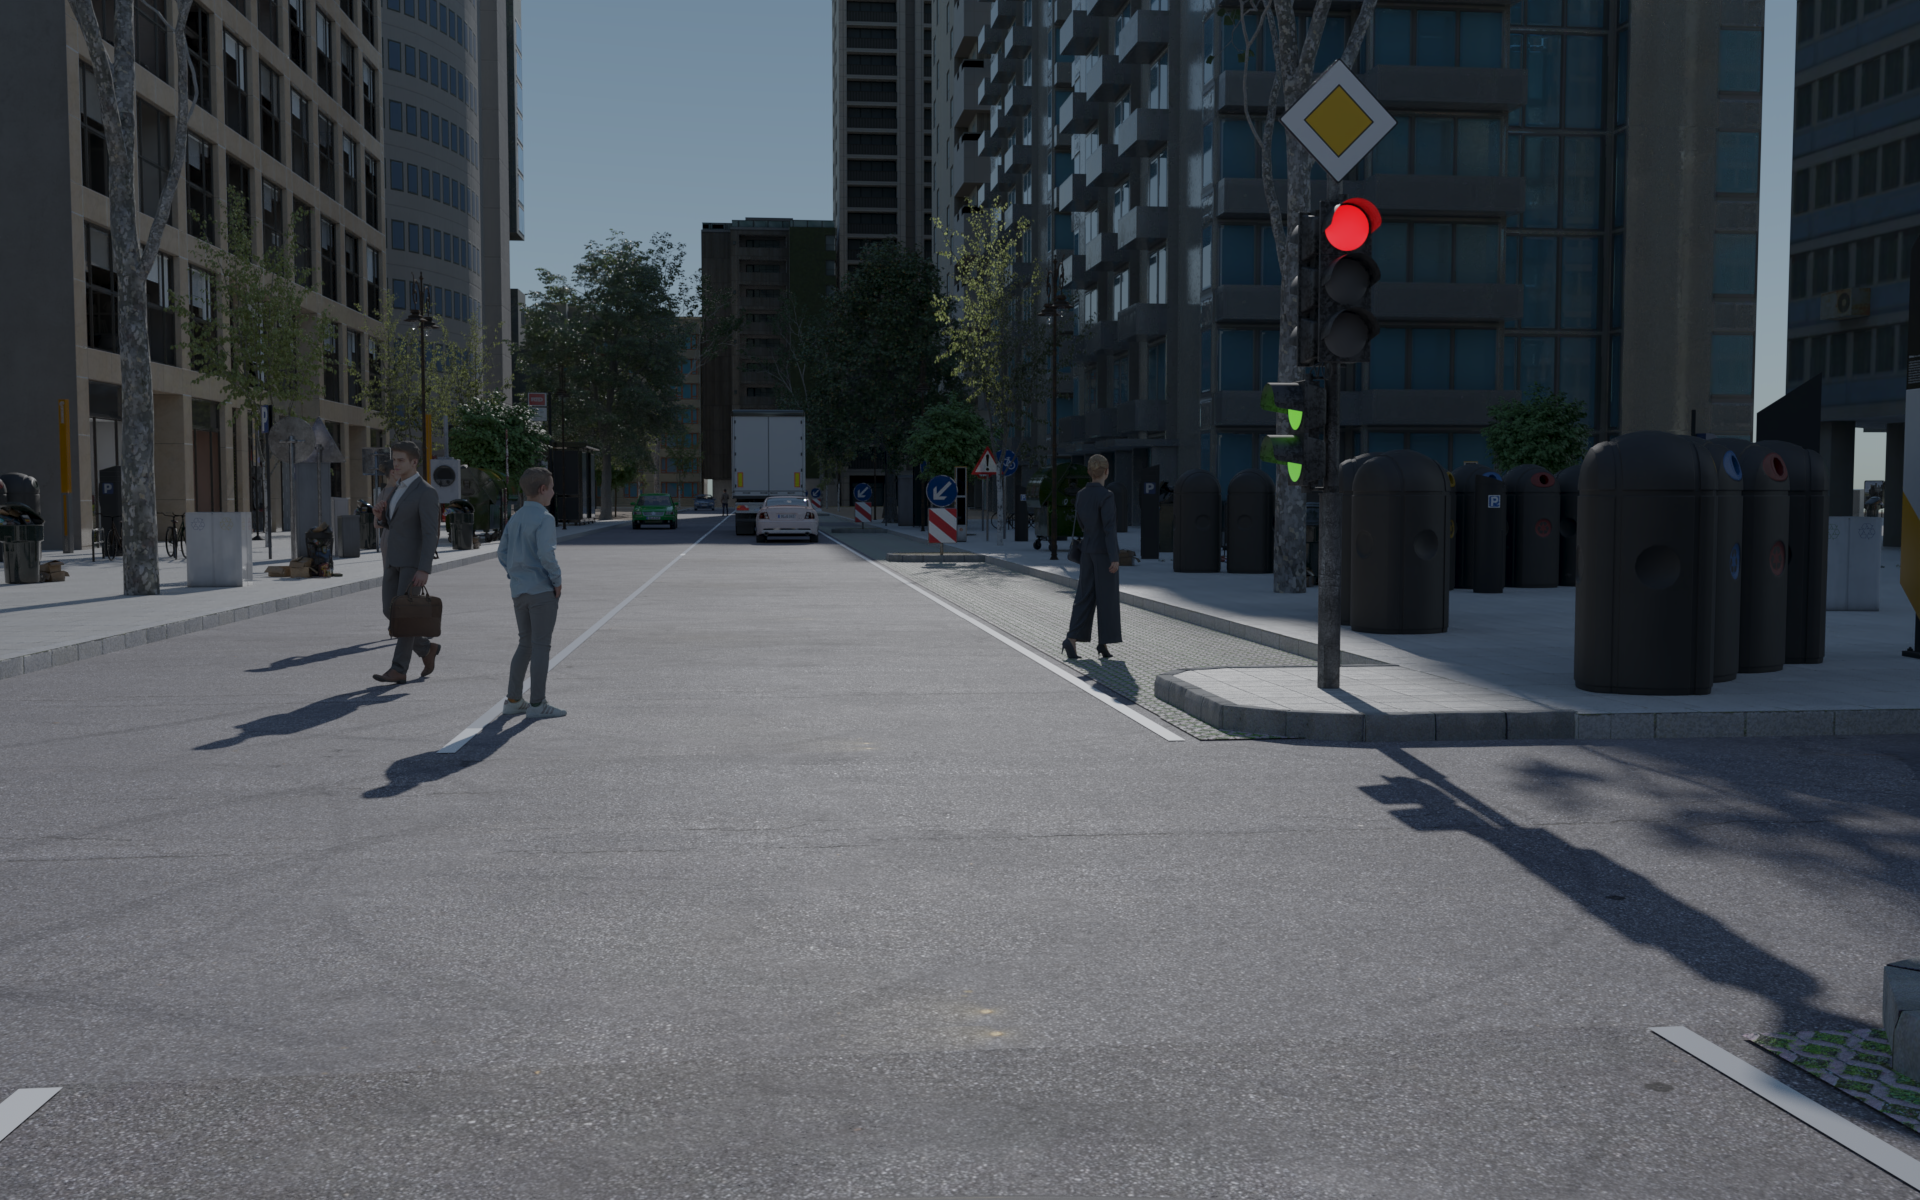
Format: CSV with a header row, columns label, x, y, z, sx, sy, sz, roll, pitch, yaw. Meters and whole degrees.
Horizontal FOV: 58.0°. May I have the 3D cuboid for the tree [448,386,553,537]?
label,x,y,z,sx,sy,sz,roll,pitch,yaw
tree,-14.088,-4.221,52.735,4.285,4.588,4.351,0,3,0

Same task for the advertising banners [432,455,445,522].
label,x,y,z,sx,sy,sz,roll,pitch,yaw
advertising banners,-23.407,-5.042,78.617,0.090,3.025,2.074,1,4,21

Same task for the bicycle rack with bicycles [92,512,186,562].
label,x,y,z,sx,sy,sz,roll,pitch,yaw
bicycle rack with bicycles,-15.788,-1.262,34.020,2.852,0.926,2.925,-1,4,-20

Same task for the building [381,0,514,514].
label,x,y,z,sx,sy,sz,roll,pitch,yaw
building,-37.736,-33.854,95.517,21.231,58.520,28.212,0,4,-7

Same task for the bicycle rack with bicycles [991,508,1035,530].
label,x,y,z,sx,sy,sz,roll,pitch,yaw
bicycle rack with bicycles,2.570,-3.039,63.077,2.925,0.926,2.852,0,4,7

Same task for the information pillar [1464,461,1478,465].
label,x,y,z,sx,sy,sz,roll,pitch,yaw
information pillar,11.501,-2.114,39.057,0.304,2.012,0.304,1,4,15

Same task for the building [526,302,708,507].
label,x,y,z,sx,sy,sz,roll,pitch,yaw
building,-42.429,-20.982,188.091,28.899,21.520,27.650,0,4,-7

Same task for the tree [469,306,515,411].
label,x,y,z,sx,sy,sz,roll,pitch,yaw
tree,-19.603,-7.212,68.273,4.360,8.622,3.978,0,3,0

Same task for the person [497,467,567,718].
label,x,y,z,sx,sy,sz,roll,pitch,yaw
person,-2.724,-0.050,11.134,0.330,1.601,0.589,-3,4,-38

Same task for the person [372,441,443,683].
label,x,y,z,sx,sy,sz,roll,pitch,yaw
person,-4.175,-0.289,13.189,0.622,1.834,0.822,2,4,28

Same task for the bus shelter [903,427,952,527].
label,x,y,z,sx,sy,sz,roll,pitch,yaw
bus shelter,-0.975,-4.430,63.716,1.731,3.624,6.357,0,4,-7

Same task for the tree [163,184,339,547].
label,x,y,z,sx,sy,sz,roll,pitch,yaw
tree,-16.652,-5.565,41.352,4.737,8.622,4.395,0,3,0

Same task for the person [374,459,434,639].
label,x,y,z,sx,sy,sz,roll,pitch,yaw
person,-5.533,-0.510,17.185,0.599,1.781,0.374,3,5,42

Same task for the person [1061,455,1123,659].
label,x,y,z,sx,sy,sz,roll,pitch,yaw
person,1.176,-0.371,14.981,0.576,1.772,0.534,2,4,33

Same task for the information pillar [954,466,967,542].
label,x,y,z,sx,sy,sz,roll,pitch,yaw
information pillar,0.017,-2.553,46.234,0.304,2.012,0.304,0,4,-6

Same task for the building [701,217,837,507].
label,x,y,z,sx,sy,sz,roll,pitch,yaw
building,-20.301,-25.204,183.786,14.107,30.474,14.160,0,4,-7

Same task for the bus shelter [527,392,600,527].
label,x,y,z,sx,sy,sz,roll,pitch,yaw
bus shelter,-16.252,-5.713,71.039,2.179,5.291,8.768,0,4,-7

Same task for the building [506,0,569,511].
label,x,y,z,sx,sy,sz,roll,pitch,yaw
building,-47.465,-50.422,137.067,31.000,86.520,22.319,0,4,-7

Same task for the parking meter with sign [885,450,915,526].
label,x,y,z,sx,sy,sz,roll,pitch,yaw
parking meter with sign,-2.128,-4.454,69.085,1.738,3.016,0.543,0,4,-1

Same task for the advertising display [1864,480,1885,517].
label,x,y,z,sx,sy,sz,roll,pitch,yaw
advertising display,42.600,-4.619,80.736,0.123,1.923,0.974,-2,4,-27

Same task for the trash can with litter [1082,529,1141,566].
label,x,y,z,sx,sy,sz,roll,pitch,yaw
trash can with litter,2.718,-1.207,31.122,1.055,1.170,0.624,1,4,14

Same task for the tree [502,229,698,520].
label,x,y,z,sx,sy,sz,roll,pitch,yaw
tree,-17.452,-10.911,85.046,9.857,13.997,8.962,0,3,0

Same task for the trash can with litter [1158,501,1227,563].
label,x,y,z,sx,sy,sz,roll,pitch,yaw
trash can with litter,4.903,-1.346,33.066,2.233,1.210,1.678,0,4,4

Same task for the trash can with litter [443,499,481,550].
label,x,y,z,sx,sy,sz,roll,pitch,yaw
trash can with litter,-11.472,-1.750,39.995,0.624,1.170,1.055,0,4,2

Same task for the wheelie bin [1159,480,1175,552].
label,x,y,z,sx,sy,sz,roll,pitch,yaw
wheelie bin,4.537,-1.859,38.300,0.693,1.594,0.980,1,4,16

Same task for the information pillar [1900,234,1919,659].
label,x,y,z,sx,sy,sz,roll,pitch,yaw
information pillar,7.548,-1.355,13.517,0.183,3.616,0.504,0,4,1

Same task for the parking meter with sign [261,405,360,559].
label,x,y,z,sx,sy,sz,roll,pitch,yaw
parking meter with sign,-12.896,-2.336,34.462,1.738,3.016,0.543,-2,4,-35

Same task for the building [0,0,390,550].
label,x,y,z,sx,sy,sz,roll,pitch,yaw
building,-31.623,-15.293,54.559,19.350,26.468,34.151,0,4,-7

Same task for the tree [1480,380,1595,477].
label,x,y,z,sx,sy,sz,roll,pitch,yaw
tree,16.724,-4.063,50.138,4.285,4.588,4.351,0,3,0

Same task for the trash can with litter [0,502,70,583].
label,x,y,z,sx,sy,sz,roll,pitch,yaw
trash can with litter,-13.458,-0.836,25.053,0.624,1.170,1.055,1,4,9

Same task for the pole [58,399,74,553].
label,x,y,z,sx,sy,sz,roll,pitch,yaw
pole,-19.282,-2.661,37.350,0.158,3.312,0.155,0,3,0

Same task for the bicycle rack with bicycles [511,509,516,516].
label,x,y,z,sx,sy,sz,roll,pitch,yaw
bicycle rack with bicycles,-20.693,-3.805,75.600,2.852,0.926,2.925,-3,5,-44

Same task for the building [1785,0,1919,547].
label,x,y,z,sx,sy,sz,roll,pitch,yaw
building,32.596,-20.821,32.304,23.993,40.220,32.217,0,4,-7

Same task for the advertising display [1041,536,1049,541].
label,x,y,z,sx,sy,sz,roll,pitch,yaw
advertising display,2.358,-2.582,47.429,0.123,1.923,0.974,-1,4,-12

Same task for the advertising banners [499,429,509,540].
label,x,y,z,sx,sy,sz,roll,pitch,yaw
advertising banners,-12.056,-3.038,45.861,0.090,3.025,2.074,-1,4,-9

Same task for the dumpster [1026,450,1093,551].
label,x,y,z,sx,sy,sz,roll,pitch,yaw
dumpster,2.369,-2.235,39.036,1.502,2.255,1.985,0,4,-7

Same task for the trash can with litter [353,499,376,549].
label,x,y,z,sx,sy,sz,roll,pitch,yaw
trash can with litter,-13.535,-1.768,40.297,1.055,1.170,0.624,-2,4,-24

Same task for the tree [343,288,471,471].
label,x,y,z,sx,sy,sz,roll,pitch,yaw
tree,-19.755,-6.808,61.681,4.360,8.622,3.978,0,3,0

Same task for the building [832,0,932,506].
label,x,y,z,sx,sy,sz,roll,pitch,yaw
building,-3.189,-45.869,188.205,20.611,71.187,20.563,0,4,-7

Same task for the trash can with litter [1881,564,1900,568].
label,x,y,z,sx,sy,sz,roll,pitch,yaw
trash can with litter,15.476,-1.202,30.708,2.233,1.210,1.678,3,4,38

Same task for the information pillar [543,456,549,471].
label,x,y,z,sx,sy,sz,roll,pitch,yaw
information pillar,-18.717,-5.345,78.745,0.504,3.616,0.183,1,4,18

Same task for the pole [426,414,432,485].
label,x,y,z,sx,sy,sz,roll,pitch,yaw
pole,-13.637,-3.093,44.411,0.158,3.312,0.155,0,3,0

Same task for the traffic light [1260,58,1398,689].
label,x,y,z,sx,sy,sz,roll,pitch,yaw
traffic light,2.422,-1.372,11.358,0.839,4.253,0.868,0,4,-7

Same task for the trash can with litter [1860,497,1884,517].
label,x,y,z,sx,sy,sz,roll,pitch,yaw
trash can with litter,39.196,-3.870,74.665,1.055,1.170,0.624,-1,4,-20

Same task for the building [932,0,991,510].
label,x,y,z,sx,sy,sz,roll,pitch,yaw
building,12.330,-33.823,142.241,28.713,52.752,27.495,0,4,-7

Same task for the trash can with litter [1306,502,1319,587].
label,x,y,z,sx,sy,sz,roll,pitch,yaw
trash can with litter,4.894,-0.781,24.162,0.624,1.170,1.055,2,4,25

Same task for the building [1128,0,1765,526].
label,x,y,z,sx,sy,sz,roll,pitch,yaw
building,16.440,-27.609,71.014,23.786,49.044,30.456,0,4,-7

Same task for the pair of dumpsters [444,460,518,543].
label,x,y,z,sx,sy,sz,roll,pitch,yaw
pair of dumpsters,-13.152,-2.745,47.380,1.574,2.255,4.437,0,4,-7

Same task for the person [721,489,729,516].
label,x,y,z,sx,sy,sz,roll,pitch,yaw
person,-15.268,-6.313,112.244,0.617,1.759,0.750,-1,4,-21

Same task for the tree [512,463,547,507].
label,x,y,z,sx,sy,sz,roll,pitch,yaw
tree,-14.785,-3.941,59.035,1.663,3.219,1.824,0,3,0

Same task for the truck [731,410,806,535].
label,x,y,z,sx,sy,sz,roll,pitch,yaw
truck,-6.985,-4.553,63.350,2.839,4.237,11.283,0,4,-6

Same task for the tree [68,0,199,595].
label,x,y,z,sx,sy,sz,roll,pitch,yaw
tree,-11.193,-10.049,20.198,12.611,20.169,13.585,0,3,0

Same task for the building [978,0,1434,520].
label,x,y,z,sx,sy,sz,roll,pitch,yaw
building,13.202,-30.144,112.459,23.786,49.044,30.456,0,4,-7

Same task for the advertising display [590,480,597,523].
label,x,y,z,sx,sy,sz,roll,pitch,yaw
advertising display,-16.785,-4.460,78.129,0.974,1.923,0.123,2,4,34
